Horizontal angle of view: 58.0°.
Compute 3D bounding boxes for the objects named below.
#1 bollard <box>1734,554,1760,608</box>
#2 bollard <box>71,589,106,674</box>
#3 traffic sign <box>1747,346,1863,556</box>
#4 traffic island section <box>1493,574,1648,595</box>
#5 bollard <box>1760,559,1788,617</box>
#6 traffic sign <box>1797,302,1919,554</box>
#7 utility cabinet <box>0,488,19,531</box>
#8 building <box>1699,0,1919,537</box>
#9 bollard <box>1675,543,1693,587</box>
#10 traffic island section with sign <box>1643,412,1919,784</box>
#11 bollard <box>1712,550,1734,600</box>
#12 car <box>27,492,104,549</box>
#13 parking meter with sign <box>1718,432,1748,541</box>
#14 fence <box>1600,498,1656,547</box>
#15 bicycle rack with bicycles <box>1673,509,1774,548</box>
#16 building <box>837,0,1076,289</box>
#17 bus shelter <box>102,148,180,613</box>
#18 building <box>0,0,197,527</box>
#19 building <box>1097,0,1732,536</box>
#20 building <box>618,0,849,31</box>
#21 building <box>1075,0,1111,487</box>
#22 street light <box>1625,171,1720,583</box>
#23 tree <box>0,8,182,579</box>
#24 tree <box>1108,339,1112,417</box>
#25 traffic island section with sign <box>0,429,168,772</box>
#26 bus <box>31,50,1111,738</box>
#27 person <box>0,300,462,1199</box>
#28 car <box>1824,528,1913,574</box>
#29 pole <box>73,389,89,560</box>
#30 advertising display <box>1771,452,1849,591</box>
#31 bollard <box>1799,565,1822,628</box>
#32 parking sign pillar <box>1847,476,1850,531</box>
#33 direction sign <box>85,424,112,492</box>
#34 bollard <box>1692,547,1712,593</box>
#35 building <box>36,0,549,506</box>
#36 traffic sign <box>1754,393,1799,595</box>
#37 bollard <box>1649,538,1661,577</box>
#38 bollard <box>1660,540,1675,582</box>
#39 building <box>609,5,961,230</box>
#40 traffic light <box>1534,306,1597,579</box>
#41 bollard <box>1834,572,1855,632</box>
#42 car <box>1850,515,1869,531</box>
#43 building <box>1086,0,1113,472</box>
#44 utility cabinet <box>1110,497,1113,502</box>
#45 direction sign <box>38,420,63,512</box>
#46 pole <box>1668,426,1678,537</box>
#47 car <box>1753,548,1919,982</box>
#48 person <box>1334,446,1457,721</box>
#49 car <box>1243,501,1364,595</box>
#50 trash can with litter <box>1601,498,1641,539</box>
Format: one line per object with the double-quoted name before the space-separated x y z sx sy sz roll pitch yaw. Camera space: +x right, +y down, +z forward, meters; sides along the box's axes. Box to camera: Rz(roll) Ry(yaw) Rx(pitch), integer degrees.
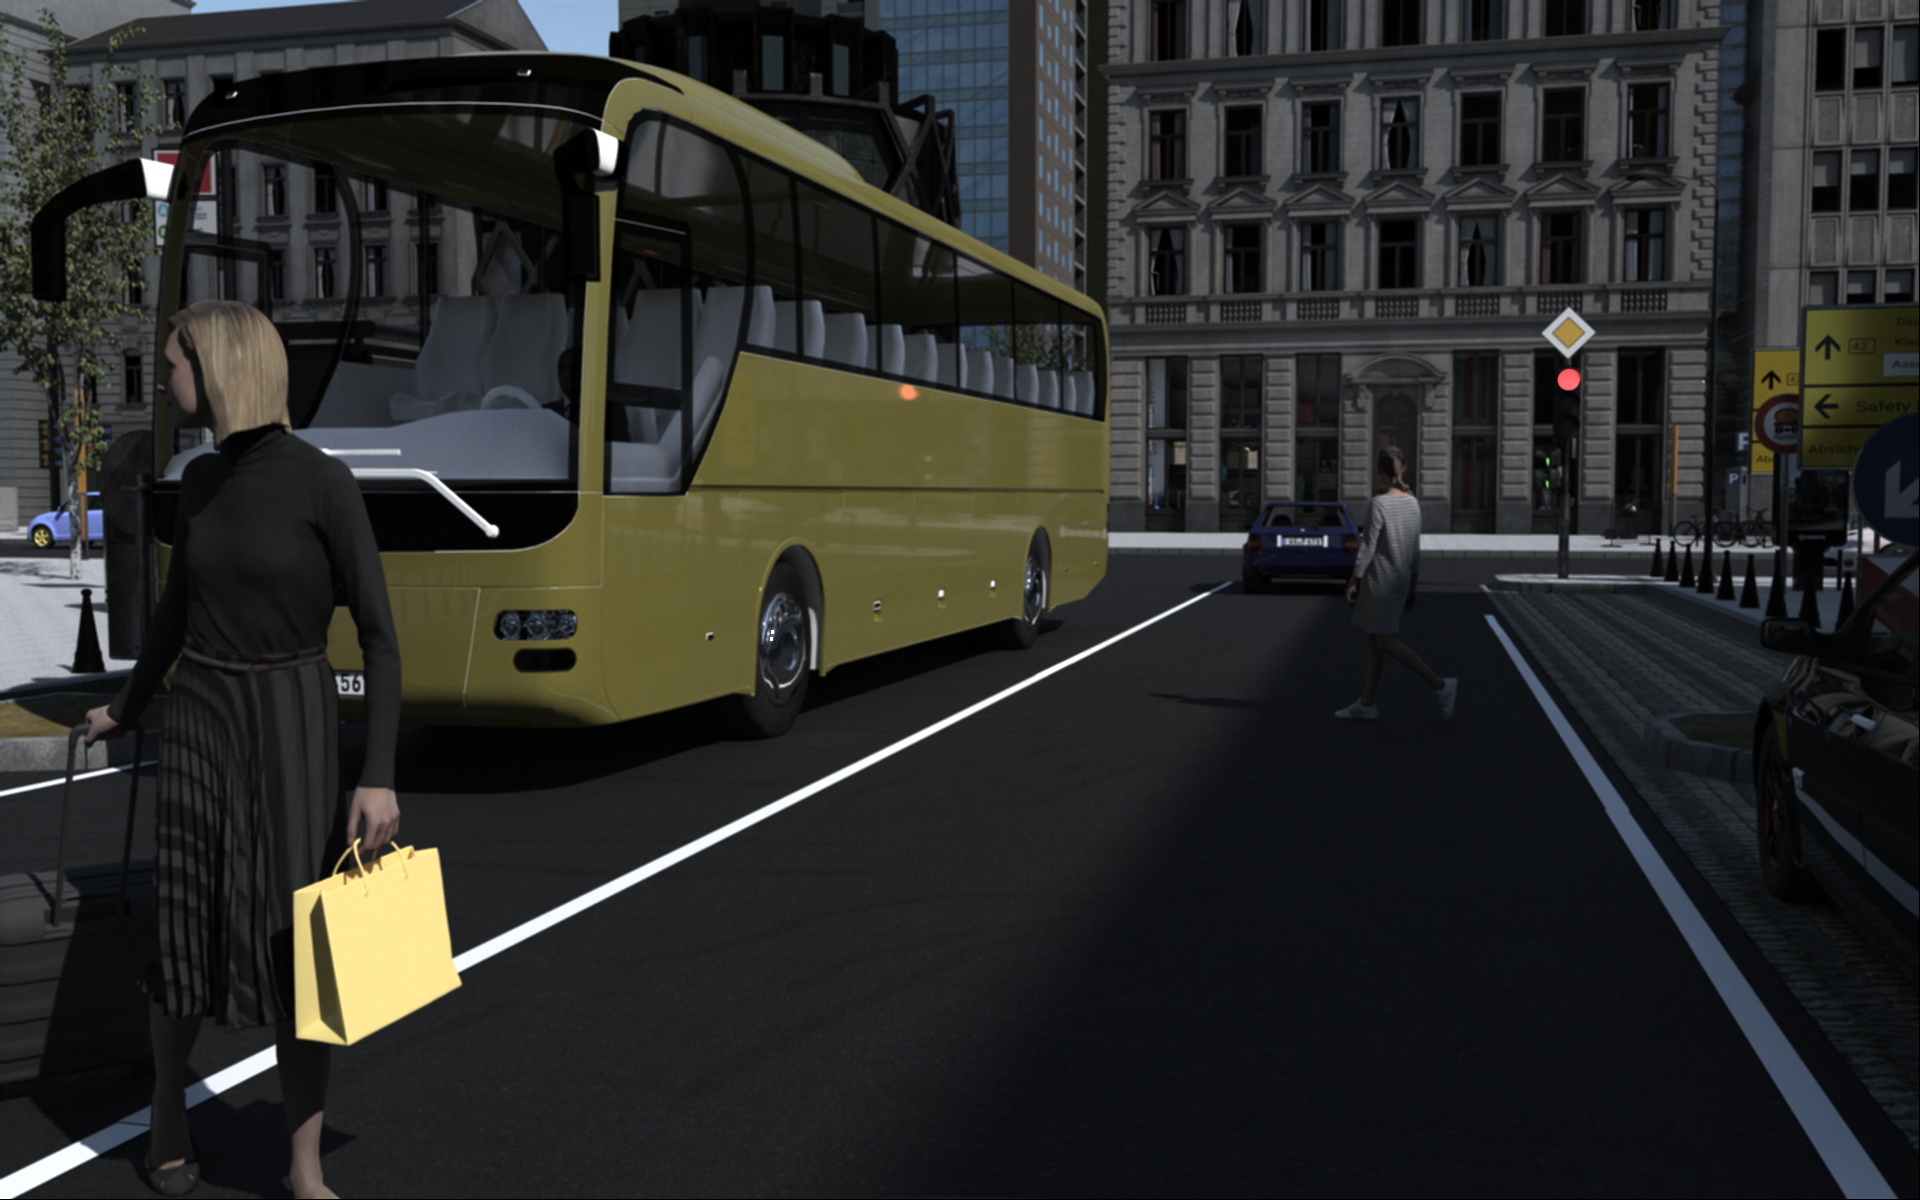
"bollard" 8.922 -0.215 19.556 0.229 0.601 0.229 0 3 0
"bollard" -6.276 0.219 12.459 0.229 0.601 0.229 0 3 0
"traffic sign" 12.037 -1.829 23.779 2.265 3.308 0.079 1 4 16
"traffic island section" 9.131 -0.237 26.162 2.009 0.180 2.903 1 4 14
"bollard" 8.548 -0.127 18.118 0.229 0.601 0.229 0 3 0
"traffic sign" 10.152 -1.502 18.436 2.265 3.308 0.079 1 4 19
"utility cabinet" -32.518 -3.049 58.526 1.173 1.500 0.318 -1 4 -11
"building" 34.903 -14.481 54.783 19.932 24.808 12.078 1 4 14
"bollard" 10.041 -0.480 23.887 0.229 0.601 0.229 0 3 0
"traffic island section with sign" 4.741 -0.031 9.130 1.989 1.847 2.006 1 4 14
"bollard" 9.297 -0.304 21.007 0.229 0.601 0.229 0 3 0
"car" -22.687 -2.206 45.656 3.694 1.707 1.945 1 4 13
"parking meter with sign" 21.462 -3.158 47.896 0.543 3.016 1.738 3 5 40
"fence" 16.552 -1.926 42.697 2.264 1.192 0.480 -3 5 -44
"bicycle rack with bicycles" 19.227 -1.744 41.893 2.852 0.926 2.925 -2 4 -32
"building" 0.171 -29.032 124.789 14.600 45.320 14.200 1 4 14
"bus shelter" -7.646 -2.748 22.557 2.179 5.291 8.768 1 4 15
"building" -49.871 -18.251 75.904 29.804 29.767 11.434 1 4 14
"building" 15.078 -14.098 59.389 19.941 23.489 11.050 1 4 14
"building" -19.824 -44.862 171.742 20.611 71.187 20.563 1 4 14
"building" 1.664 -43.017 141.587 20.563 71.187 20.611 1 4 14
"street light" 10.276 -3.208 24.988 1.470 5.913 1.316 1 4 14
"tree" -13.406 -4.601 25.591 4.737 8.622 4.395 0 3 0
"tree" 9.444 -8.091 82.642 4.360 8.622 3.978 0 3 0
"traffic island section with sign" -5.095 -0.079 9.924 1.989 1.847 2.006 1 4 14
"bus" -1.257 -1.346 13.559 2.896 3.916 12.252 1 4 16
"person" -1.643 0.307 3.703 0.699 1.804 1.509 -3 4 -38
"car" 16.881 -0.997 28.659 4.827 1.381 2.083 1 4 13
"pole" -17.088 -2.436 33.669 0.158 3.312 0.155 0 3 0
"advertising display" 11.255 -1.084 22.939 0.974 1.923 0.123 0 4 -3
"bollard" 8.179 -0.039 16.672 0.229 0.601 0.229 0 3 0
"parking sign pillar" 23.902 -3.585 47.084 1.447 3.967 1.447 2 4 34
"direction sign" -28.084 -3.941 56.427 0.876 3.537 0.379 -3 4 -36
"bollard" 9.670 -0.392 22.448 0.229 0.601 0.229 0 3 0
"building" -25.886 -13.526 70.308 18.267 20.994 9.793 1 4 14
"traffic sign" 10.481 -1.339 21.999 0.768 2.556 0.104 2 4 24
"bollard" 10.787 -0.656 26.770 0.229 0.601 0.229 0 3 0
"bollard" 10.416 -0.568 25.329 0.229 0.601 0.229 0 3 0
"building" -8.238 -12.301 68.572 16.811 18.784 16.820 1 4 14
"traffic light" 9.095 -2.271 26.057 0.839 4.253 0.868 1 4 14
"bollard" 7.801 0.050 15.228 0.229 0.601 0.229 0 3 0
"car" 19.491 -1.476 32.931 4.718 1.807 1.959 1 4 16
"building" 4.127 -38.164 165.976 28.212 58.520 21.231 1 4 14
"utility cabinet" 6.119 -3.535 68.964 0.306 1.237 1.020 1 4 9
"direction sign" -27.839 -3.736 53.085 0.379 3.537 0.876 1 4 15
"pole" 21.299 -3.540 51.718 0.158 3.312 0.155 0 3 0
"car" 3.359 0.310 4.718 2.009 1.686 4.222 1 4 16
"person" 2.752 -0.101 10.907 0.760 1.731 0.466 1 4 19
"car" 5.229 -0.825 26.071 1.945 1.354 3.894 1 4 13
"trash can with litter" 18.747 -2.309 49.147 1.055 1.170 0.624 3 5 43
